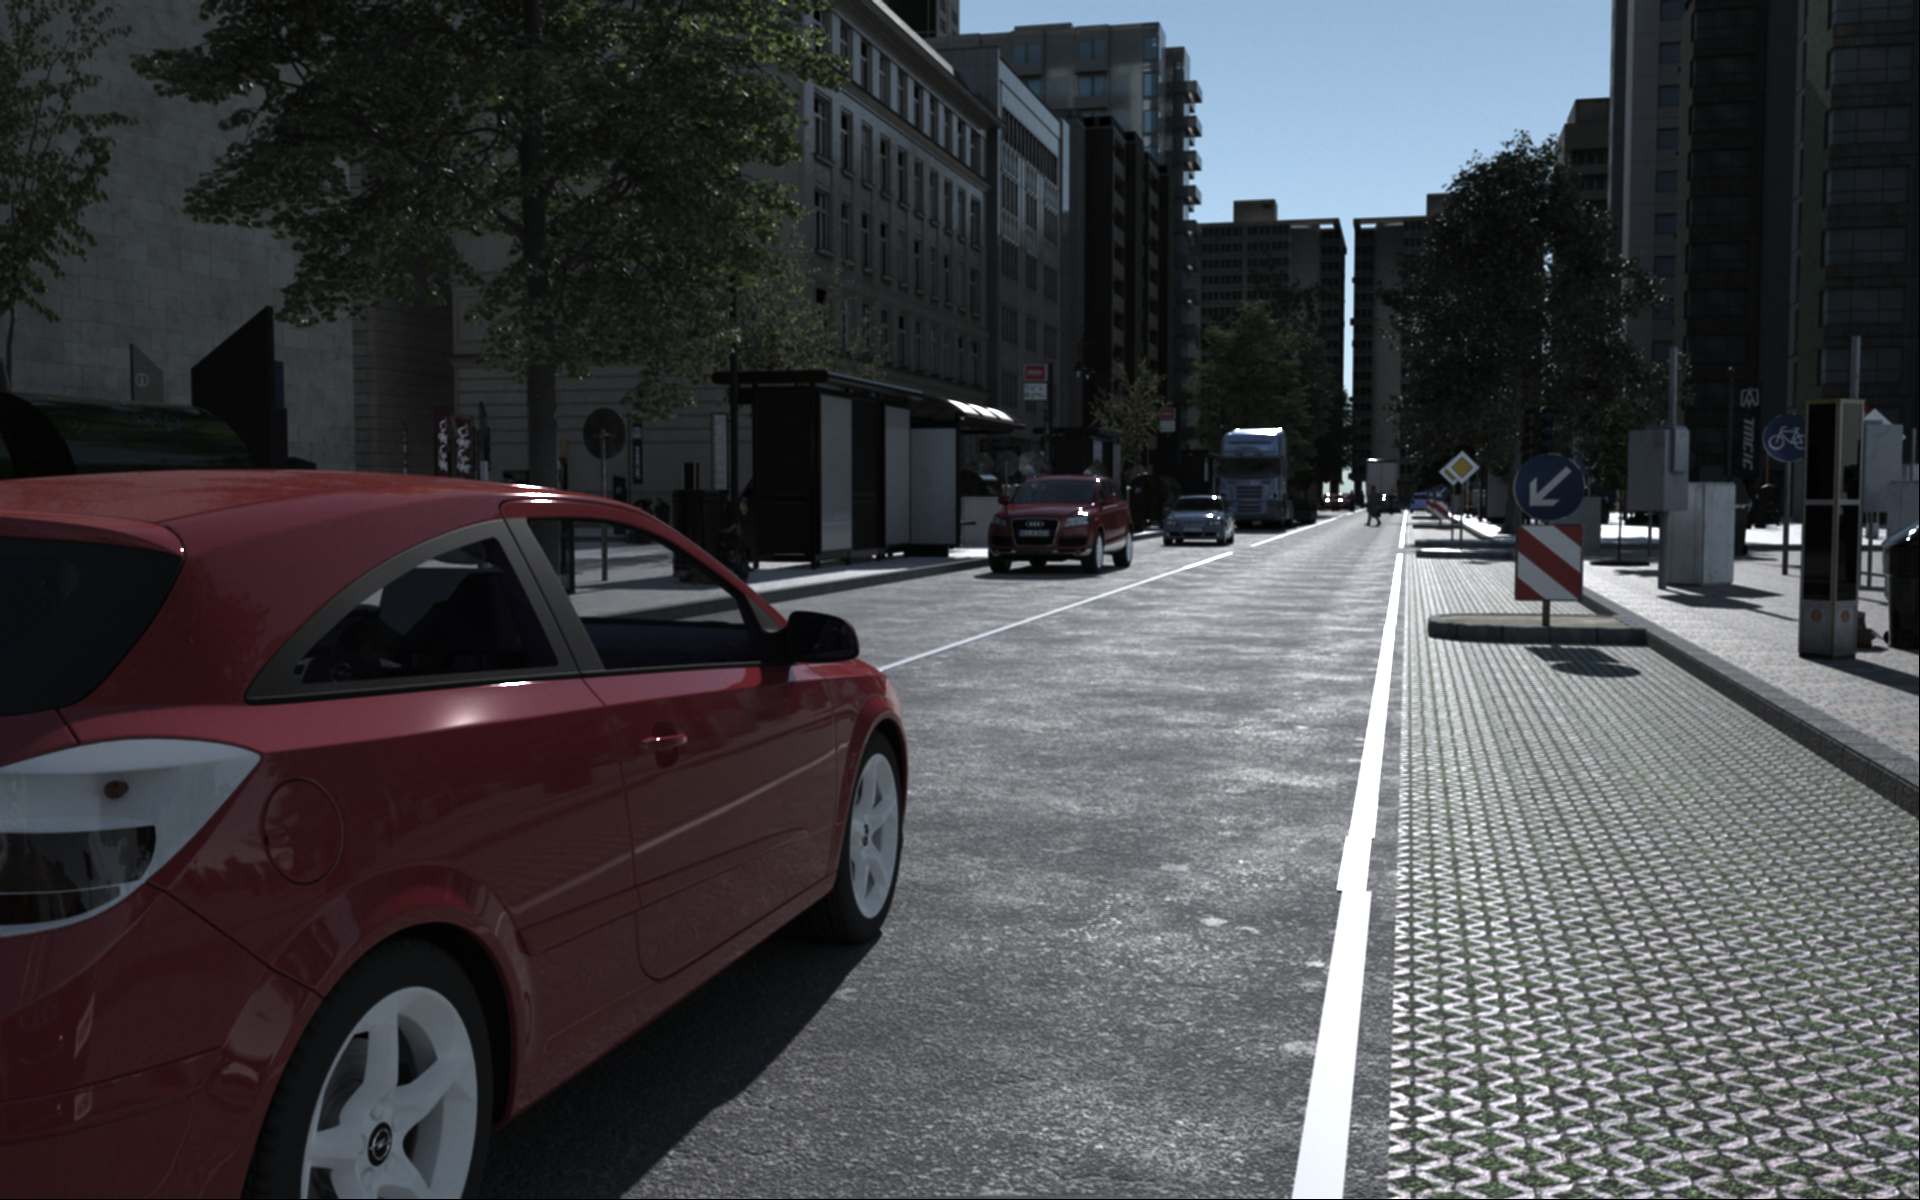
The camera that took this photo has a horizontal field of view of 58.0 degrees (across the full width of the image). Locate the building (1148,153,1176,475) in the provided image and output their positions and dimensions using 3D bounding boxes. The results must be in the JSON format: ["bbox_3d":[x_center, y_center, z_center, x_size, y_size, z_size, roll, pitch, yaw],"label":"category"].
[{"bbox_3d":[10.364,-22.975,147.335,14.160,30.474,14.107,1,4,14],"label":"building"}]

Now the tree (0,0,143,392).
[{"bbox_3d":[-12.693,-4.400,22.309,4.737,8.622,4.395,0,3,0],"label":"tree"}]

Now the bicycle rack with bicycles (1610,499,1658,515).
[{"bbox_3d":[44.222,-6.185,114.508,2.852,0.926,2.925,0,4,0],"label":"bicycle rack with bicycles"}]

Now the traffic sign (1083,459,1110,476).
[{"bbox_3d":[3.913,-2.818,49.709,0.795,2.450,0.064,1,4,14],"label":"traffic sign"}]

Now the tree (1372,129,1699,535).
[{"bbox_3d":[17.726,-8.433,54.894,9.611,12.733,9.660,0,3,0],"label":"tree"}]

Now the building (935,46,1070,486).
[{"bbox_3d":[-1.336,-17.422,102.869,12.078,24.808,19.932,1,4,14],"label":"building"}]

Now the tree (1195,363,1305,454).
[{"bbox_3d":[18.618,-10.779,110.643,7.601,10.594,8.767,-1,4,-20],"label":"tree"}]

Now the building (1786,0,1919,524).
[{"bbox_3d":[45.399,-24.126,78.057,14.154,41.232,14.086,1,4,14],"label":"building"}]

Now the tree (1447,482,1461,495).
[{"bbox_3d":[41.647,-9.141,144.058,1.663,3.219,1.824,0,3,0],"label":"tree"}]

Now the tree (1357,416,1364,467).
[{"bbox_3d":[39.659,-17.347,190.272,9.857,13.997,8.962,0,3,0],"label":"tree"}]

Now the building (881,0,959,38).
[{"bbox_3d":[-12.551,-48.935,238.331,20.611,71.187,20.563,1,4,14],"label":"building"}]

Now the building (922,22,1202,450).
[{"bbox_3d":[9.202,-34.273,179.973,30.456,49.044,23.786,1,4,14],"label":"building"}]

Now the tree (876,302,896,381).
[{"bbox_3d":[-4.268,-6.286,53.143,4.360,8.622,3.978,0,3,0],"label":"tree"}]

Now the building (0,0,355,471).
[{"bbox_3d":[-21.470,-10.781,31.028,16.860,20.320,10.420,1,4,14],"label":"building"}]

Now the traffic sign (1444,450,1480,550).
[{"bbox_3d":[11.438,-2.193,39.501,0.795,2.450,0.064,1,4,14],"label":"traffic sign"}]

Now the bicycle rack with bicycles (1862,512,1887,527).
[{"bbox_3d":[34.776,-3.321,67.687,2.925,0.926,2.852,-2,4,-27],"label":"bicycle rack with bicycles"}]

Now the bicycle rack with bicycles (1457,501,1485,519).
[{"bbox_3d":[27.278,-4.694,90.132,2.925,0.926,2.852,0,4,-1],"label":"bicycle rack with bicycles"}]

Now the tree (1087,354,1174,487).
[{"bbox_3d":[8.929,-8.566,90.424,4.360,8.622,3.978,0,3,0],"label":"tree"}]

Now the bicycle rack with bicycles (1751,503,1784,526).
[{"bbox_3d":[32.167,-3.495,70.517,2.925,0.926,2.852,0,4,-5],"label":"bicycle rack with bicycles"}]

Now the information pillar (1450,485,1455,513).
[{"bbox_3d":[33.020,-6.824,116.058,0.304,2.012,0.304,1,4,20],"label":"information pillar"}]

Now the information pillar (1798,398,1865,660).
[{"bbox_3d":[6.791,-0.551,13.503,0.304,2.012,0.304,-2,4,-28],"label":"information pillar"}]

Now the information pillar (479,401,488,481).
[{"bbox_3d":[-11.955,-3.189,43.491,0.183,3.616,0.504,-2,4,-29],"label":"information pillar"}]

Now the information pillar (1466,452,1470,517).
[{"bbox_3d":[27.954,-6.359,95.324,0.183,3.616,0.504,1,4,23],"label":"information pillar"}]

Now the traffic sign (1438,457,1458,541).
[{"bbox_3d":[13.439,-2.666,47.232,0.795,2.450,0.064,1,4,14],"label":"traffic sign"}]

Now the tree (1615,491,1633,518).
[{"bbox_3d":[36.220,-6.711,93.432,4.285,4.588,4.351,0,3,0],"label":"tree"}]

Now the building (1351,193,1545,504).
[{"bbox_3d":[63.418,-32.688,226.324,23.993,40.220,32.217,1,4,14],"label":"building"}]

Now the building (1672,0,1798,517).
[{"bbox_3d":[48.676,-20.099,100.320,14.160,30.474,14.107,1,4,14],"label":"building"}]

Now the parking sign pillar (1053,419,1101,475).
[{"bbox_3d":[4.354,-4.493,61.932,1.447,3.967,1.447,-1,4,-19],"label":"parking sign pillar"}]

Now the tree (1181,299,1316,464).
[{"bbox_3d":[16.797,-11.173,100.804,7.486,12.596,7.792,0,3,0],"label":"tree"}]

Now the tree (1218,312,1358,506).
[{"bbox_3d":[22.032,-13.216,122.743,9.857,13.997,8.962,0,3,0],"label":"tree"}]

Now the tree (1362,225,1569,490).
[{"bbox_3d":[30.810,-15.247,105.185,12.611,20.169,13.585,0,3,0],"label":"tree"}]

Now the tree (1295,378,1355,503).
[{"bbox_3d":[35.495,-16.361,177.876,12.009,13.543,11.850,0,3,0],"label":"tree"}]

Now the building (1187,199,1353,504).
[{"bbox_3d":[39.136,-33.014,231.657,23.993,40.220,32.217,1,4,14],"label":"building"}]

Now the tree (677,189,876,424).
[{"bbox_3d":[-4.755,-5.585,41.676,4.360,8.622,3.978,0,3,0],"label":"tree"}]

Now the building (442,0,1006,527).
[{"bbox_3d":[-9.158,-15.032,79.053,16.112,22.955,30.059,1,4,14],"label":"building"}]

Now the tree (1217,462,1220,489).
[{"bbox_3d":[14.302,-5.978,92.344,1.663,3.219,1.824,0,3,0],"label":"tree"}]

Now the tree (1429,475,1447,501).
[{"bbox_3d":[50.237,-11.955,179.181,4.285,4.588,4.351,0,3,0],"label":"tree"}]

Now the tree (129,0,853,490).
[{"bbox_3d":[-4.892,-6.179,19.162,7.486,12.596,7.792,0,3,0],"label":"tree"}]

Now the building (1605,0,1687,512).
[{"bbox_3d":[61.586,-36.235,134.440,21.231,58.520,28.212,1,4,14],"label":"building"}]

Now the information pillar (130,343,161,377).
[{"bbox_3d":[-12.724,-2.189,27.150,0.183,3.616,0.504,3,5,39],"label":"information pillar"}]

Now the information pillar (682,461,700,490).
[{"bbox_3d":[-5.948,-2.072,38.371,0.304,2.012,0.304,1,4,12],"label":"information pillar"}]

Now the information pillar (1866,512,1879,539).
[{"bbox_3d":[26.151,-2.759,49.594,0.304,2.012,0.304,2,4,35],"label":"information pillar"}]

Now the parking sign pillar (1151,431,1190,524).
[{"bbox_3d":[8.863,-5.243,74.202,1.447,3.967,1.447,-3,5,-41],"label":"parking sign pillar"}]

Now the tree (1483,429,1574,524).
[{"bbox_3d":[20.854,-4.901,63.841,4.285,4.588,4.351,0,3,0],"label":"tree"}]

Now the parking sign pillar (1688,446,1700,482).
[{"bbox_3d":[30.826,-5.226,73.915,1.447,3.967,1.447,0,4,4],"label":"parking sign pillar"}]

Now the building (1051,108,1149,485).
[{"bbox_3d":[6.224,-22.150,133.859,14.160,30.474,14.107,1,4,14],"label":"building"}]

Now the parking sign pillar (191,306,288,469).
[{"bbox_3d":[-10.477,-2.247,25.217,1.447,3.967,1.447,1,4,14],"label":"parking sign pillar"}]

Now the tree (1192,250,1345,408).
[{"bbox_3d":[24.081,-17.206,137.215,12.611,20.169,13.585,0,3,0],"label":"tree"}]

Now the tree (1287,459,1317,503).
[{"bbox_3d":[31.252,-10.742,159.352,4.285,4.588,4.351,0,3,0],"label":"tree"}]

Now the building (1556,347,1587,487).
[{"bbox_3d":[71.412,-19.415,162.473,27.650,21.520,28.899,1,4,14],"label":"building"}]

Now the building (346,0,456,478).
[{"bbox_3d":[-33.216,-17.048,75.991,25.104,27.353,12.463,1,4,14],"label":"building"}]

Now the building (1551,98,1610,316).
[{"bbox_3d":[84.361,-36.089,213.752,21.600,48.544,21.300,1,4,14],"label":"building"}]

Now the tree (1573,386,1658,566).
[{"bbox_3d":[11.876,-2.251,31.409,1.663,3.219,1.824,0,3,0],"label":"tree"}]

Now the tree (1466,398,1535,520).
[{"bbox_3d":[25.656,-8.201,84.455,4.737,8.622,4.395,0,3,0],"label":"tree"}]
